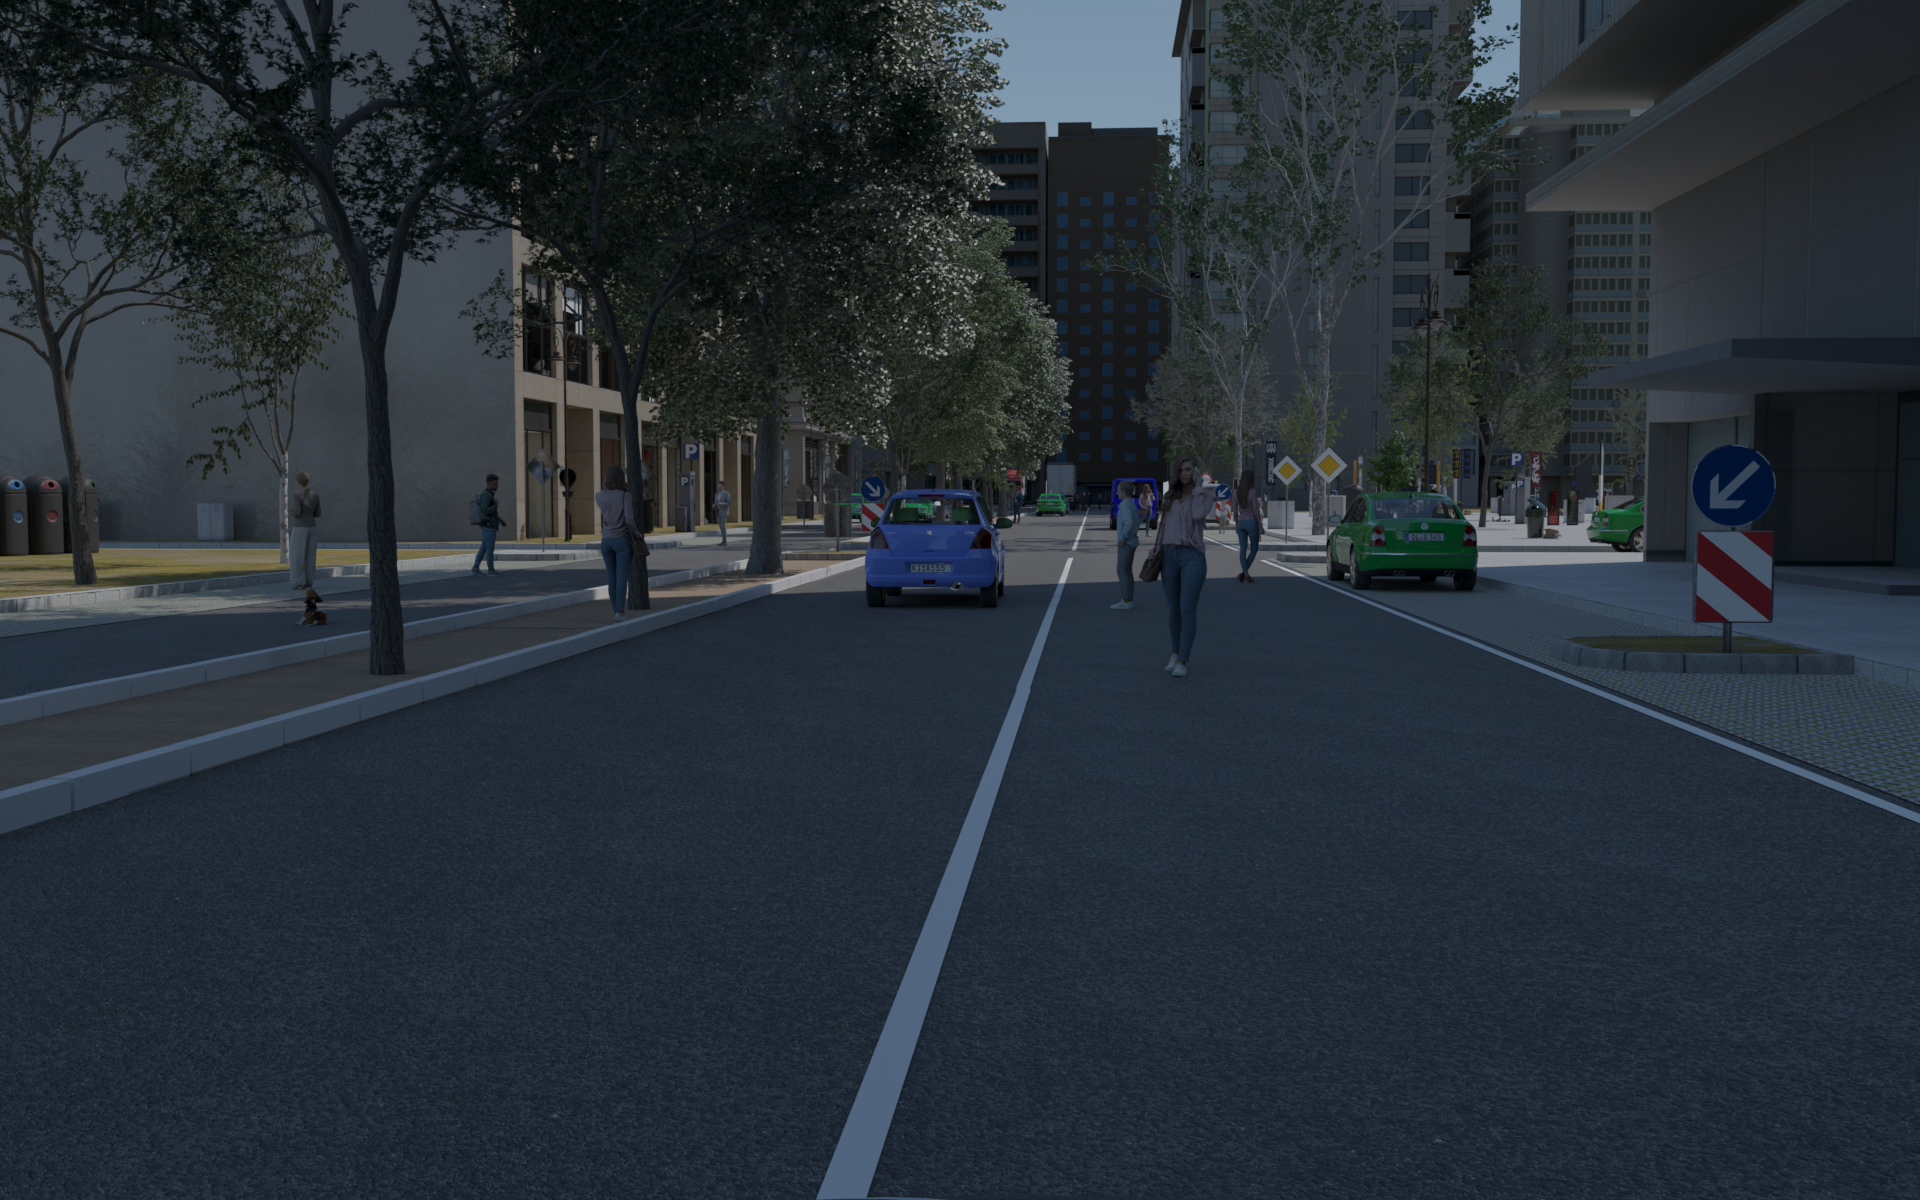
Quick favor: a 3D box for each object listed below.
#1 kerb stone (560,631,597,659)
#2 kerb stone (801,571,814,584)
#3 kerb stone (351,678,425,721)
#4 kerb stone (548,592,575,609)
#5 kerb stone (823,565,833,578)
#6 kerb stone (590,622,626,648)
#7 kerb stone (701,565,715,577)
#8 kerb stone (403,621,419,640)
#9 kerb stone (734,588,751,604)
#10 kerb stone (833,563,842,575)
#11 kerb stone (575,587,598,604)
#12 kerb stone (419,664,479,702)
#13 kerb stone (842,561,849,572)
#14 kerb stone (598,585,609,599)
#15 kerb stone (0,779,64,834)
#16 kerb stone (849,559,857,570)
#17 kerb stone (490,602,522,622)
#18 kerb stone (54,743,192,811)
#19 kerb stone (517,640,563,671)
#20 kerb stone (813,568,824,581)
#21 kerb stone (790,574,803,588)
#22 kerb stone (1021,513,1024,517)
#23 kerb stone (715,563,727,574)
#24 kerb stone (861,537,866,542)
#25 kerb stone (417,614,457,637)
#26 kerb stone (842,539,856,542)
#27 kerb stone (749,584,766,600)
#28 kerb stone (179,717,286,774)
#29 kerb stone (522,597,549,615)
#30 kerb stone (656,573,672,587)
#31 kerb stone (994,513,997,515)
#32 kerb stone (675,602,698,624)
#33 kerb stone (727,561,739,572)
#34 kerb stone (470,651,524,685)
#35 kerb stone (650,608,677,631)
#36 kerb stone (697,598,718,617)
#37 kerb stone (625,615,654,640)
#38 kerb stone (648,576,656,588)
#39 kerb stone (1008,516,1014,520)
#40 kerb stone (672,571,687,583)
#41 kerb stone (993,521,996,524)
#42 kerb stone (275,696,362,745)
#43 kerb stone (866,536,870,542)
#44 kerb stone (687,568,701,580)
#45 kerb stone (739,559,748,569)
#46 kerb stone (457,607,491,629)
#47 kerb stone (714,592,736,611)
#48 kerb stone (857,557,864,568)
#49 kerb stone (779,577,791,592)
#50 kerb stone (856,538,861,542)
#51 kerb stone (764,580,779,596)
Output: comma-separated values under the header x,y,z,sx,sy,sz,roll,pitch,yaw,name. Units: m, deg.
x,y,z,sx,sy,sz,roll,pitch,yaw,name
-3.473,0.416,15.474,0.120,0.150,1.000,0,4,4,kerb stone
-2.524,-0.339,27.739,0.120,0.150,1.000,0,4,4,kerb stone
-3.788,0.661,11.388,0.120,0.150,1.000,0,4,4,kerb stone
-5.087,0.025,21.786,0.120,0.150,1.000,0,4,4,kerb stone
-2.365,-0.464,29.781,0.120,0.150,1.000,0,4,4,kerb stone
-3.397,0.349,16.493,0.120,0.150,1.000,0,4,4,kerb stone
-4.460,-0.476,29.978,0.120,0.150,1.000,0,4,4,kerb stone
-5.486,0.342,16.671,0.120,0.150,1.000,0,4,4,kerb stone
-2.923,-0.026,22.623,0.120,0.150,1.000,0,4,4,kerb stone
-2.285,-0.526,30.801,0.120,0.150,1.000,0,4,4,kerb stone
-5.007,-0.038,22.809,0.120,0.150,1.000,0,4,4,kerb stone
-3.706,0.601,12.410,0.120,0.150,1.000,0,4,4,kerb stone
-2.209,-0.581,31.821,0.120,0.150,1.000,0,4,4,kerb stone
-4.935,-0.100,23.832,0.120,0.150,1.000,0,4,4,kerb stone
-4.100,0.913,7.302,0.120,0.150,1.000,0,4,4,kerb stone
-2.128,-0.651,32.845,0.120,0.150,1.000,0,4,4,kerb stone
-5.248,0.151,19.731,0.120,0.150,1.000,0,4,4,kerb stone
-4.019,0.849,8.320,0.120,0.150,1.000,0,4,4,kerb stone
-3.551,0.474,14.451,0.120,0.150,1.000,0,4,4,kerb stone
-2.440,-0.401,28.758,0.120,0.150,1.000,0,4,4,kerb stone
-2.606,-0.274,26.718,0.120,0.150,1.000,0,4,4,kerb stone
3.831,-5.374,110.086,0.120,0.150,1.000,0,4,4,kerb stone
-4.380,-0.536,31.003,0.120,0.150,1.000,0,4,4,kerb stone
-2.914,-1.692,49.929,0.120,0.150,1.000,0,4,4,kerb stone
-5.405,0.276,17.690,0.120,0.150,1.000,0,4,4,kerb stone
-3.073,-1.571,47.884,0.120,0.150,1.000,0,4,4,kerb stone
-2.844,-0.088,23.642,0.120,0.150,1.000,0,4,4,kerb stone
-3.944,0.787,9.350,0.120,0.150,1.000,0,4,4,kerb stone
-5.175,0.092,20.757,0.120,0.150,1.000,0,4,4,kerb stone
-4.697,-0.288,26.906,0.120,0.150,1.000,0,4,4,kerb stone
2.462,-5.947,119.431,0.120,0.150,1.000,0,4,4,kerb stone
-3.156,0.161,19.557,0.120,0.150,1.000,0,4,4,kerb stone
-4.298,-0.601,32.021,0.120,0.150,1.000,0,4,4,kerb stone
-3.624,0.536,13.432,0.120,0.150,1.000,0,4,4,kerb stone
-3.237,0.224,18.538,0.120,0.150,1.000,0,4,4,kerb stone
-3.079,0.106,20.576,0.120,0.150,1.000,0,4,4,kerb stone
-3.308,0.286,17.518,0.120,0.150,1.000,0,4,4,kerb stone
-4.772,-0.226,25.886,0.120,0.150,1.000,0,4,4,kerb stone
2.968,-4.682,98.852,0.120,0.150,1.000,0,4,4,kerb stone
-4.616,-0.349,27.932,0.120,0.150,1.000,0,4,4,kerb stone
1.780,-3.744,83.503,0.120,0.150,1.000,0,4,4,kerb stone
-3.866,0.724,10.369,0.120,0.150,1.000,0,4,4,kerb stone
-2.835,-1.759,50.956,0.120,0.150,1.000,0,4,4,kerb stone
-4.538,-0.413,28.959,0.120,0.150,1.000,0,4,4,kerb stone
-4.218,-0.662,33.050,0.120,0.150,1.000,0,4,4,kerb stone
-5.324,0.213,18.712,0.120,0.150,1.000,0,4,4,kerb stone
-2.991,0.039,21.604,0.120,0.150,1.000,0,4,4,kerb stone
-2.051,-0.706,33.870,0.120,0.150,1.000,0,4,4,kerb stone
-2.687,-0.208,25.689,0.120,0.150,1.000,0,4,4,kerb stone
-2.994,-1.632,48.904,0.120,0.150,1.000,0,4,4,kerb stone
-2.762,-0.150,24.670,0.120,0.150,1.000,0,4,4,kerb stone
